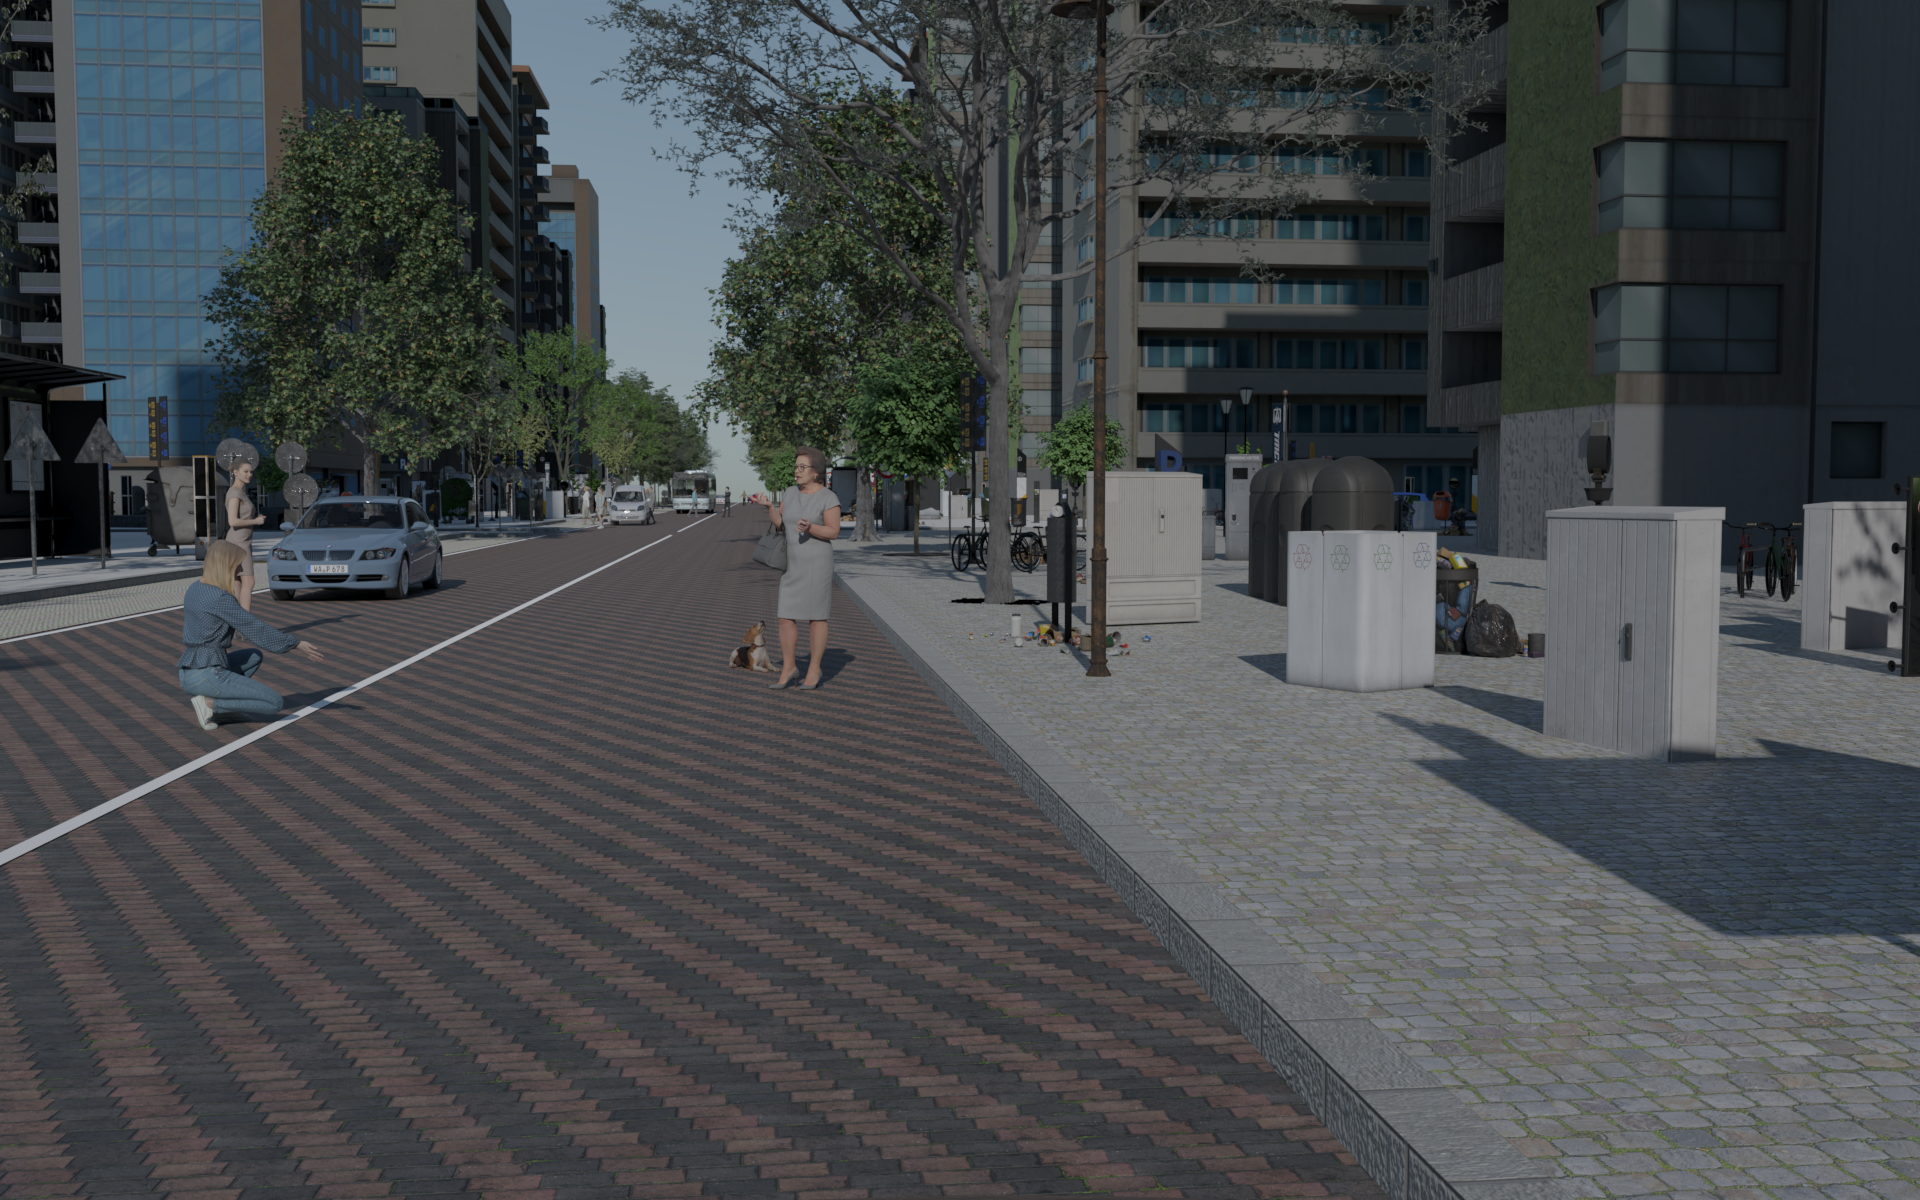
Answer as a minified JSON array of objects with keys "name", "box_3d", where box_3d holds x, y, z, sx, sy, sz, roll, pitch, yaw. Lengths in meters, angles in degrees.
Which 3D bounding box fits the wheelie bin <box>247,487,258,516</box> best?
[{"name":"wheelie bin","box_3d":[-33.557,-4.568,82.593,0.980,1.594,0.693,-2,4,-26]}]

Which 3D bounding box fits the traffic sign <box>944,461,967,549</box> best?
[{"name":"traffic sign","box_3d":[-0.240,-2.400,40.421,0.795,2.450,0.064,0,4,0]}]

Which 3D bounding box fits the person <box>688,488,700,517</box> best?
[{"name":"person","box_3d":[-16.928,-6.225,110.148,0.748,1.841,0.638,0,4,7]}]

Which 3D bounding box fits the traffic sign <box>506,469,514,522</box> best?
[{"name":"traffic sign","box_3d":[-20.541,-4.863,79.620,0.768,2.556,0.104,0,4,-1]}]

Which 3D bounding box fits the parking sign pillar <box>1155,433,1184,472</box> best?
[{"name":"parking sign pillar","box_3d":[9.328,-5.421,77.100,1.447,3.967,1.447,-2,4,-24]}]

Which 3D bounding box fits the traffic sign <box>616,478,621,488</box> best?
[{"name":"traffic sign","box_3d":[-26.625,-8.203,134.217,0.768,2.556,0.104,0,4,3]}]

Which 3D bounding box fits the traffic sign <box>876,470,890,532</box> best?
[{"name":"traffic sign","box_3d":[-2.520,-3.594,58.862,0.768,2.556,0.104,0,4,-3]}]

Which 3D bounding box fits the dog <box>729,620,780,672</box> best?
[{"name":"dog","box_3d":[-1.652,0.363,14.263,0.550,0.427,0.748,1,4,12]}]

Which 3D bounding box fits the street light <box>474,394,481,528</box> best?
[{"name":"street light","box_3d":[-18.478,-5.708,66.112,0.468,5.910,1.993,0,4,-7]}]

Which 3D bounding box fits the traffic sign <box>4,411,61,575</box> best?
[{"name":"traffic sign","box_3d":[-14.601,-1.667,27.259,0.884,2.594,0.081,0,4,-1]}]

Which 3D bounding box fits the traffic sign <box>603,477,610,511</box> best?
[{"name":"traffic sign","box_3d":[-27.056,-8.107,132.659,0.768,2.556,0.104,0,4,0]}]

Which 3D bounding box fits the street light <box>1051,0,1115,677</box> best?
[{"name":"street light","box_3d":[0.978,-2.401,12.051,0.468,5.910,1.993,0,4,-7]}]

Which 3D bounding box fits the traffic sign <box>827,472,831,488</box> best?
[{"name":"traffic sign","box_3d":[-7.430,-6.046,98.965,0.768,2.556,0.104,0,4,2]}]

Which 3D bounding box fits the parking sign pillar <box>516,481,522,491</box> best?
[{"name":"parking sign pillar","box_3d":[-34.612,-9.007,135.733,1.447,3.967,1.447,0,4,-5]}]

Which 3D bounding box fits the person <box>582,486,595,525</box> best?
[{"name":"person","box_3d":[-17.177,-4.357,79.967,0.641,1.798,0.478,0,4,7]}]

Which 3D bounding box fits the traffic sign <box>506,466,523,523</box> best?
[{"name":"traffic sign","box_3d":[-19.924,-4.727,77.396,0.768,2.556,0.104,0,4,-6]}]

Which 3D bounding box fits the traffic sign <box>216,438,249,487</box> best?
[{"name":"traffic sign","box_3d":[-16.550,-2.403,39.388,0.768,2.556,0.104,0,4,3]}]

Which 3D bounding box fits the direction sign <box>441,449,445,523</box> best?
[{"name":"direction sign","box_3d":[-22.535,-5.118,75.681,0.379,3.537,0.876,-1,4,-18]}]

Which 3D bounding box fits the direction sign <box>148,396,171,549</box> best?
[{"name":"direction sign","box_3d":[-18.609,-2.952,40.268,0.876,3.537,0.379,3,4,39]}]

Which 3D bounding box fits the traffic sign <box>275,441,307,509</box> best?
[{"name":"traffic sign","box_3d":[-16.213,-2.562,41.996,0.768,2.556,0.104,0,4,-3]}]

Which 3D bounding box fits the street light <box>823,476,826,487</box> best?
[{"name":"street light","box_3d":[-4.600,-5.259,58.773,0.468,5.910,1.993,0,4,-7]}]

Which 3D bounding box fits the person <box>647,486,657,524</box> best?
[{"name":"person","box_3d":[-15.019,-4.607,83.922,0.767,1.812,0.694,-2,4,-29]}]

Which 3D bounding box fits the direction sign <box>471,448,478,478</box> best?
[{"name":"direction sign","box_3d":[-23.519,-5.673,84.758,0.379,3.537,0.876,3,5,44]}]

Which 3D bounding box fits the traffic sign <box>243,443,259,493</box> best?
[{"name":"traffic sign","box_3d":[-17.710,-2.613,42.830,0.768,2.556,0.104,0,4,3]}]

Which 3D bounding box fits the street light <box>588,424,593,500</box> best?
[{"name":"street light","box_3d":[-23.992,-8.561,112.760,0.468,5.910,1.993,0,4,-7]}]

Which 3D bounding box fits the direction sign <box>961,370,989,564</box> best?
[{"name":"direction sign","box_3d":[0.247,-2.433,31.769,0.379,3.537,0.876,-2,4,-30]}]

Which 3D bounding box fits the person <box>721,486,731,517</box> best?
[{"name":"person","box_3d":[-14.487,-6.090,107.436,0.648,1.900,0.474,3,5,45]}]

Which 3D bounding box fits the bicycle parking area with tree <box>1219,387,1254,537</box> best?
[{"name":"bicycle parking area with tree","box_3d":[7.628,-3.797,49.089,9.016,4.147,8.231,1,4,16]}]

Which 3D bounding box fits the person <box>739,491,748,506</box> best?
[{"name":"person","box_3d":[-26.255,-12.360,210.596,1.348,1.823,0.705,2,4,24]}]

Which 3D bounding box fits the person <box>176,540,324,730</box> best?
[{"name":"person","box_3d":[-4.545,0.193,10.840,0.738,1.151,1.012,-3,5,-42]}]

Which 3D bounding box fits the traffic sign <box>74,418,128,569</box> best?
[{"name":"traffic sign","box_3d":[-14.663,-1.809,29.577,0.884,2.594,0.081,0,4,-3]}]

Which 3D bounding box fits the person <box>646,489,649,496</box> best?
[{"name":"person","box_3d":[-22.170,-7.005,123.207,0.728,1.800,0.709,3,4,38]}]

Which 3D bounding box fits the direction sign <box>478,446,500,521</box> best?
[{"name":"direction sign","box_3d":[-22.239,-5.517,82.202,0.876,3.537,0.379,-2,4,-34]}]

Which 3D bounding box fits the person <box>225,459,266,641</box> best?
[{"name":"person","box_3d":[-7.048,-0.505,17.096,0.374,1.781,0.599,-1,4,-18]}]

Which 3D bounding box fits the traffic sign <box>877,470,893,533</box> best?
[{"name":"traffic sign","box_3d":[-2.364,-3.464,56.738,0.768,2.556,0.104,0,4,2]}]

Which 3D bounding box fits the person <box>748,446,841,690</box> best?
[{"name":"person","box_3d":[-1.242,-0.233,12.665,0.716,1.782,0.532,2,4,29]}]

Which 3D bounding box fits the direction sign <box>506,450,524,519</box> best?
[{"name":"direction sign","box_3d":[-22.639,-5.879,88.112,0.876,3.537,0.379,-2,4,-23]}]

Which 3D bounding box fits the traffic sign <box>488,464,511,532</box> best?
[{"name":"traffic sign","box_3d":[-15.475,-3.339,58.229,0.795,2.450,0.064,0,4,-7]}]

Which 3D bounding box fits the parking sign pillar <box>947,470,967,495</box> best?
[{"name":"parking sign pillar","box_3d":[-0.205,-7.901,117.647,1.447,3.967,1.447,1,4,21]}]

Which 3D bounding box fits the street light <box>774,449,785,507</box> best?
[{"name":"street light","box_3d":[-17.777,-12.106,170.728,0.468,5.910,1.993,0,4,-7]}]

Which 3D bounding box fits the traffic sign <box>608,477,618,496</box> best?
[{"name":"traffic sign","box_3d":[-26.225,-8.006,131.009,0.768,2.556,0.104,0,3,0]}]

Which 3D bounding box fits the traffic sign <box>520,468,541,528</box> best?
[{"name":"traffic sign","box_3d":[-16.407,-3.824,66.159,0.795,2.450,0.064,0,4,-7]}]

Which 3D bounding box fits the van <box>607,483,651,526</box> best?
[{"name":"van","box_3d":[-15.248,-4.462,79.959,2.013,2.044,4.112,0,4,-8]}]

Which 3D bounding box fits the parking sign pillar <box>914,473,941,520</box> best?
[{"name":"parking sign pillar","box_3d":[-1.670,-6.059,87.541,1.447,3.967,1.447,1,4,10]}]

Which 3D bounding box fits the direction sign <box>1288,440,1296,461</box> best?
[{"name":"direction sign","box_3d":[13.855,-4.948,72.891,0.379,3.537,0.876,3,5,44]}]

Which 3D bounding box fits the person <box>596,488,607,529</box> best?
[{"name":"person","box_3d":[-14.959,-3.833,72.177,0.522,1.701,0.512,-3,4,-39]}]

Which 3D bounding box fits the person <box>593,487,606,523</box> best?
[{"name":"person","box_3d":[-18.033,-4.747,86.599,0.515,1.767,0.782,-2,4,-33]}]

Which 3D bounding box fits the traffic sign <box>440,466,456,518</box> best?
[{"name":"traffic sign","box_3d":[-23.290,-4.815,78.830,0.768,2.556,0.104,0,4,-4]}]

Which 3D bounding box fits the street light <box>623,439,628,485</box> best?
[{"name":"street light","box_3d":[-27.351,-10.358,142.133,0.468,5.910,1.993,0,4,-7]}]
